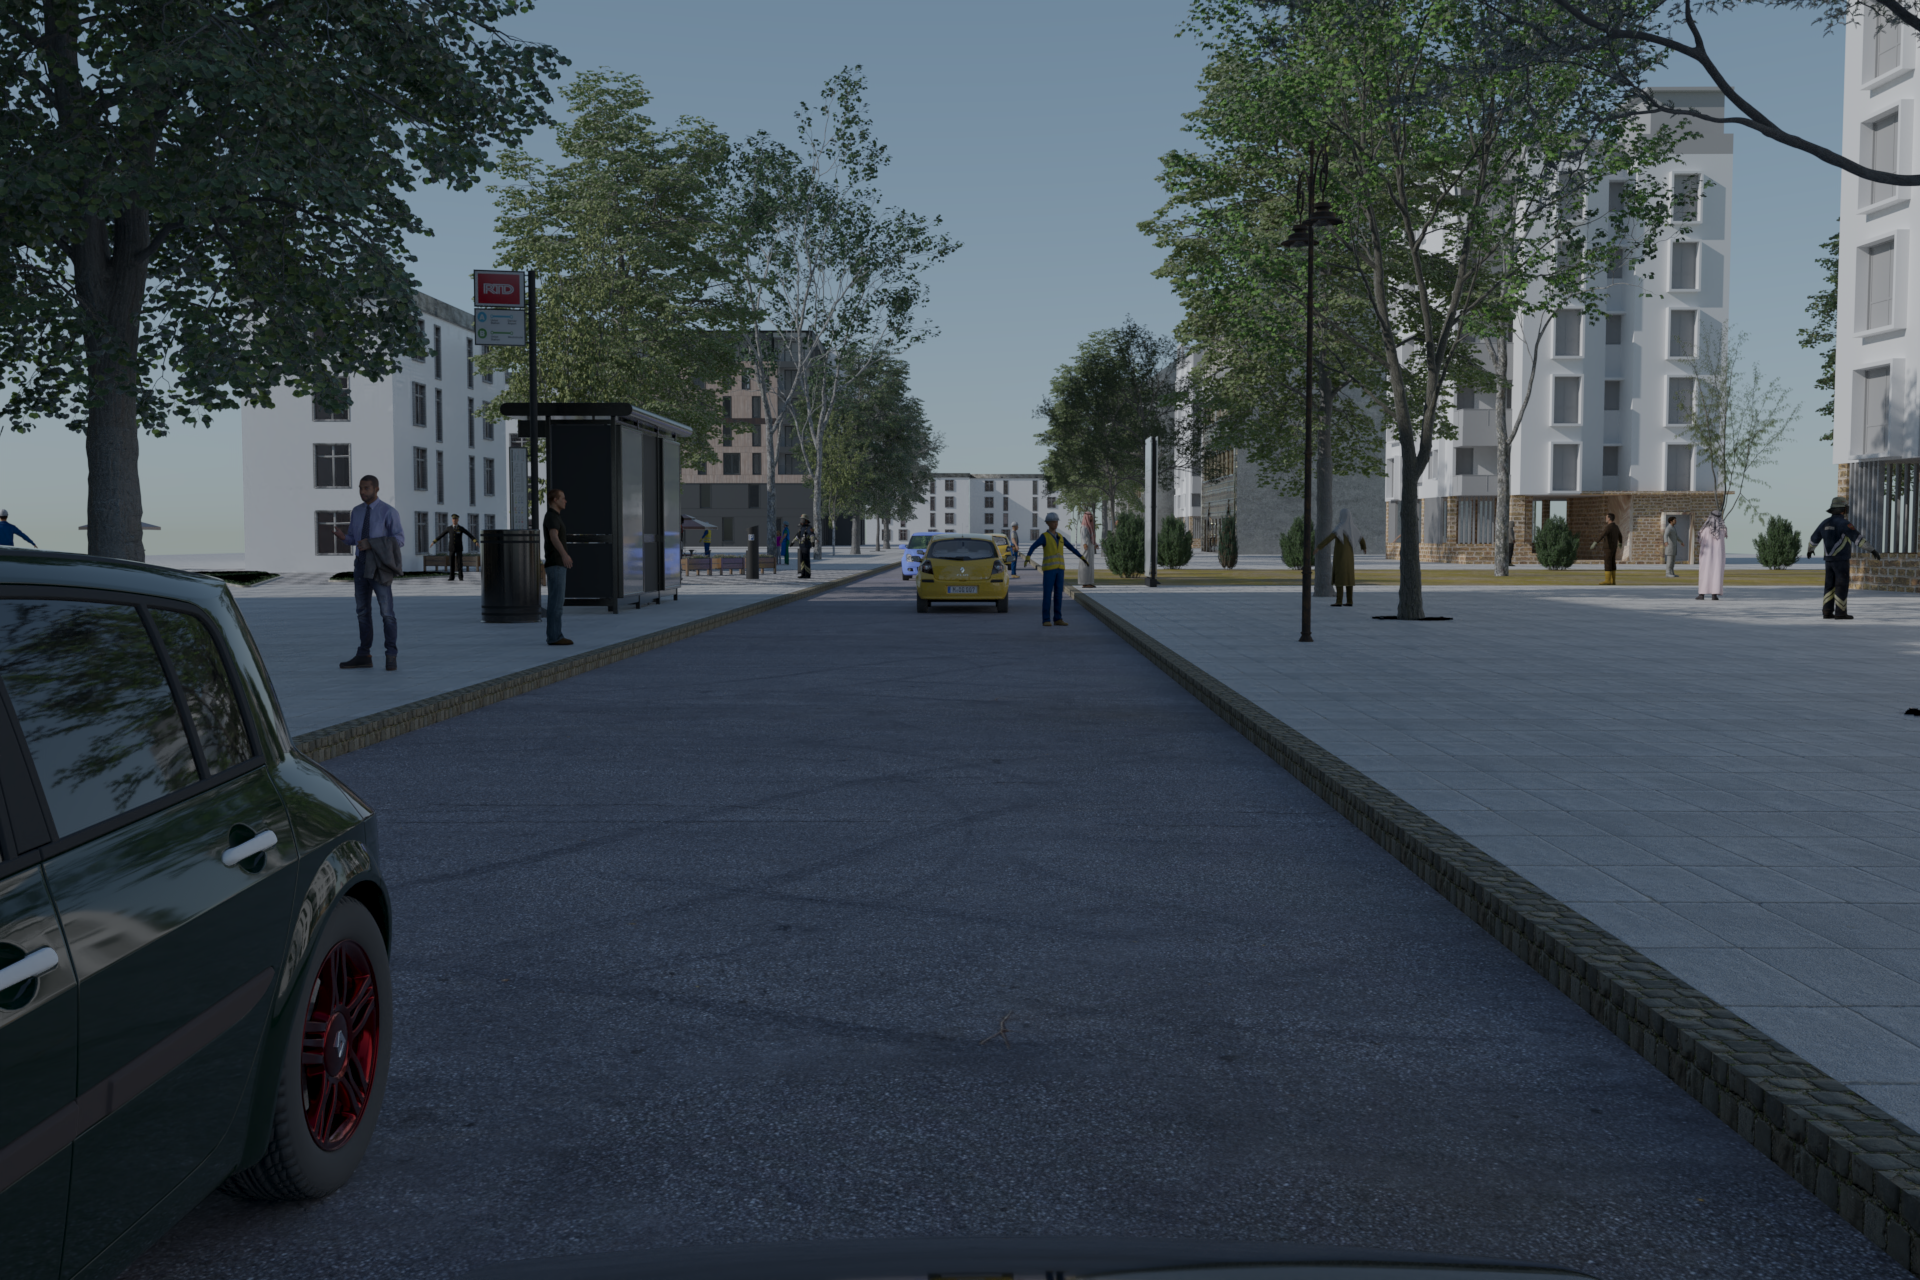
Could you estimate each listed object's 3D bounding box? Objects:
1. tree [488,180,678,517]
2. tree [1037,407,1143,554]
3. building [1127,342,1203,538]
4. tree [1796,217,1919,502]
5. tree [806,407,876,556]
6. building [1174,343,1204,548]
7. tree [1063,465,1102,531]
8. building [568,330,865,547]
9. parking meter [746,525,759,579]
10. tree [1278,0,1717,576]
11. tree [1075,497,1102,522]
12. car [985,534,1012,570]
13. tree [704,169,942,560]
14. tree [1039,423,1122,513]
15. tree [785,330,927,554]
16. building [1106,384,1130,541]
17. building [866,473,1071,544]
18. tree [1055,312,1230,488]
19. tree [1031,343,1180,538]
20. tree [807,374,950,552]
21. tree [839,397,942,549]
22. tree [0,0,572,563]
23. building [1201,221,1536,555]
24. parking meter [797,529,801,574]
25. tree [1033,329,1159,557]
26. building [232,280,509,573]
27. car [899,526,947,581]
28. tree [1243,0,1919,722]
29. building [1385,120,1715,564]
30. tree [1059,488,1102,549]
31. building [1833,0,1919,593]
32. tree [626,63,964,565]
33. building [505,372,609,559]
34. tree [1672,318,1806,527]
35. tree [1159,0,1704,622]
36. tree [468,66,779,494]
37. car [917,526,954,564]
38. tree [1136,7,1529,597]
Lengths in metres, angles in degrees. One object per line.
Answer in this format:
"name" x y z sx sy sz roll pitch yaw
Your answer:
"tree" -8.148 -5.292 36.891 4.737 8.622 4.395 0 3 0
"tree" 8.258 -10.723 109.729 7.601 10.594 8.767 -2 4 -30
"building" 28.117 -21.749 186.525 19.493 23.208 18.063 0 4 1
"tree" 29.644 -8.808 50.661 9.857 13.997 8.962 0 3 0
"tree" -7.159 -9.209 100.929 4.737 8.622 4.395 0 3 0
"building" 26.476 -19.264 171.380 16.016 20.090 11.380 0 4 1
"tree" 8.402 -10.352 119.615 4.737 8.622 4.395 0 3 0
"building" -25.245 -21.162 189.967 27.936 21.610 32.646 0 3 0
"parking meter" -5.913 -2.503 49.330 0.372 1.533 0.369 0 3 0
"tree" 15.404 -11.958 51.406 12.611 20.169 13.585 0 3 0
"tree" 18.216 -17.672 239.304 4.360 8.622 3.978 0 3 0
"car" 1.298 -3.656 69.998 2.015 1.641 3.980 0 4 1
"tree" -7.015 -14.145 87.166 12.611 20.169 13.585 0 3 0
"tree" 9.062 -11.817 127.617 7.601 10.594 8.767 -3 5 -40
"tree" -6.674 -12.428 109.859 9.857 13.997 8.962 0 3 0
"building" 26.864 -21.114 211.666 16.747 18.905 31.486 0 4 1
"building" 1.305 -17.941 237.944 28.070 9.664 9.099 0 4 0
"tree" 7.968 -8.485 73.145 7.601 10.594 8.767 2 4 25
"tree" 7.366 -9.207 84.949 7.601 10.594 8.767 1 4 23
"tree" -5.925 -13.271 127.352 12.009 13.543 11.850 0 3 0
"tree" -6.281 -14.701 147.020 9.857 13.997 8.962 0 3 0
"tree" -8.504 -6.738 16.816 9.857 13.997 8.962 0 3 0
"building" 26.544 -17.420 115.738 19.493 23.208 18.063 0 4 1
"parking meter" -5.085 -2.919 56.140 0.372 1.533 0.369 0 3 0
"tree" 7.711 -10.897 96.293 7.486 12.596 7.792 0 3 0
"building" -23.101 -7.904 71.370 9.099 9.664 28.070 0 4 0
"car" -0.935 -2.749 54.540 1.945 1.707 3.694 0 4 1
"tree" 7.253 -6.193 11.620 12.009 13.543 11.850 0 3 0
"building" 26.506 -14.020 85.649 16.016 20.090 11.380 0 4 1
"tree" 9.550 -11.587 139.809 4.737 8.622 4.395 0 3 0
"building" 25.676 -11.131 38.417 16.016 20.090 11.380 0 4 1
"tree" -6.714 -13.094 69.978 12.611 20.169 13.585 0 3 0
"building" -24.869 -9.894 103.919 9.099 9.664 28.070 0 4 1
"tree" 26.036 -6.661 59.270 4.360 8.622 3.978 0 3 0
"tree" 6.823 -6.114 25.723 9.928 11.665 9.643 0 3 0
"tree" -8.456 -7.652 43.234 7.486 12.596 7.792 0 3 0
"car" -0.145 -2.132 45.080 2.015 1.641 3.980 0 4 1
"tree" 7.374 -7.133 34.757 7.486 12.596 7.792 0 3 0
